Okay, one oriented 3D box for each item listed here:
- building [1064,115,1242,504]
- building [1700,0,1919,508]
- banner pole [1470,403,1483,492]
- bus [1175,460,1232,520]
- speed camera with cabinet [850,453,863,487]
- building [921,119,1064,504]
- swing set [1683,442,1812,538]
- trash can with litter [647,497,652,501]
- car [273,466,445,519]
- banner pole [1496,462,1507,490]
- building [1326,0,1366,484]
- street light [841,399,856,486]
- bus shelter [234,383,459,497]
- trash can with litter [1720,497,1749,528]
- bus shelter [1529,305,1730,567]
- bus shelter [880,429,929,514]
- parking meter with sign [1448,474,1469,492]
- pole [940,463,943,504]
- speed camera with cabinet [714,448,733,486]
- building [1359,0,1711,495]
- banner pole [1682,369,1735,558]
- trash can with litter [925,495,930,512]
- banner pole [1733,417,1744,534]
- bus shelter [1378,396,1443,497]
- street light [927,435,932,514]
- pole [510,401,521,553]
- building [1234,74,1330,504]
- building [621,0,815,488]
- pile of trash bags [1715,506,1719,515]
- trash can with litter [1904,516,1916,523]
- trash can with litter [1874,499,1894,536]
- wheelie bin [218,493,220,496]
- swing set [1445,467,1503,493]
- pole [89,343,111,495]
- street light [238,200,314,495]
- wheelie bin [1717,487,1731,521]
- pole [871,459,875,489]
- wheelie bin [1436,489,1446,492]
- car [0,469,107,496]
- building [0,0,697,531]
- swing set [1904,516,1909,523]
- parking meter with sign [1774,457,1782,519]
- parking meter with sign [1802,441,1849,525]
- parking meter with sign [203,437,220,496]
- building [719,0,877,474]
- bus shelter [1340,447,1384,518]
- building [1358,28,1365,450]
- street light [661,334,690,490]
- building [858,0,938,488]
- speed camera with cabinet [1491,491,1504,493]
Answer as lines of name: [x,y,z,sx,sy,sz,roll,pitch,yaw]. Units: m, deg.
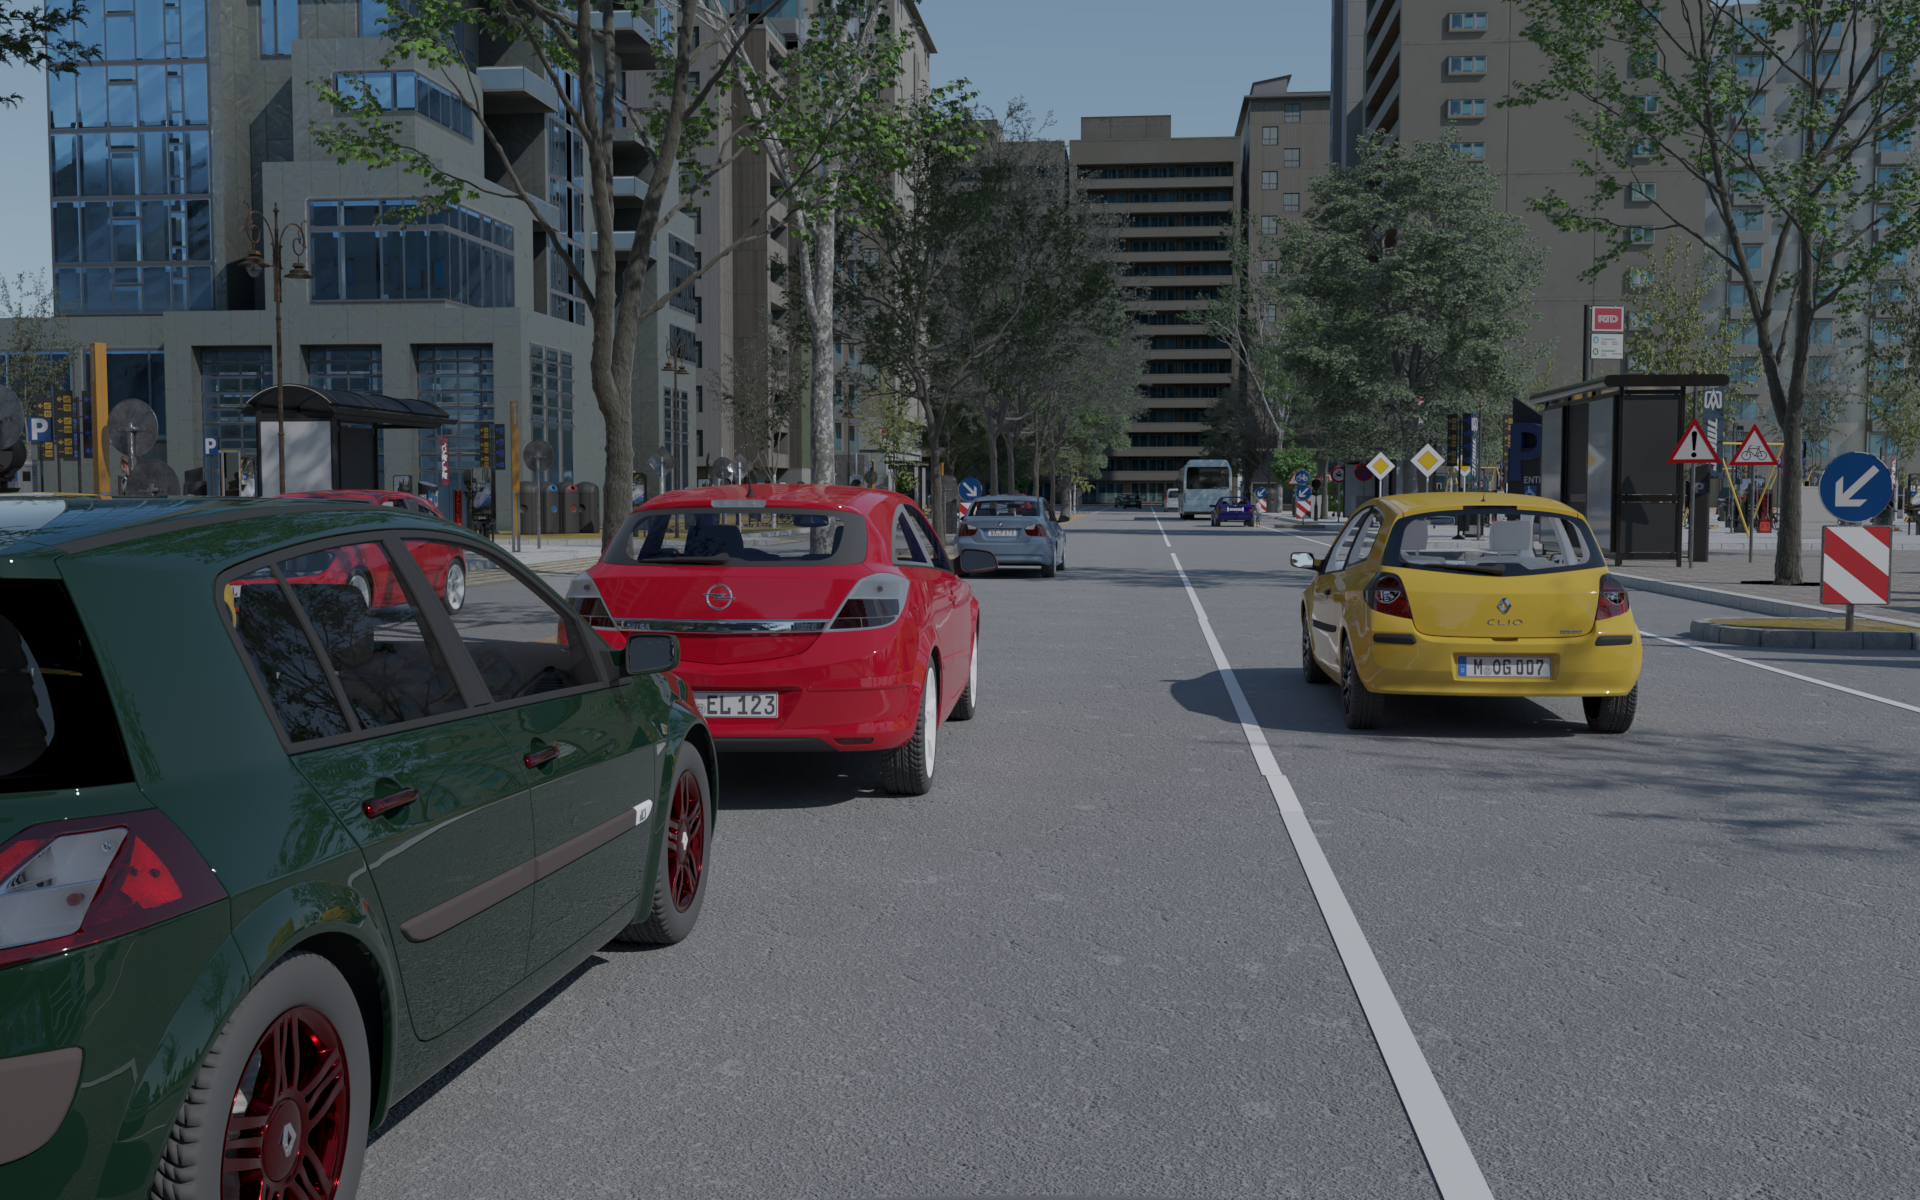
building: [25.104,-36.768,224.860,21.600,48.544,21.300,0,4,6]
building: [80.663,-33.695,170.529,30.456,49.044,23.786,0,4,6]
banner pole: [14.141,-3.513,47.453,0.401,3.779,0.863,3,5,39]
bus: [13.969,-6.407,99.607,2.948,3.499,13.247,0,4,6]
speed camera with cabinet: [-5.703,-5.463,83.656,2.038,3.252,0.660,0,4,-4]
building: [3.654,-36.924,227.408,21.600,48.544,21.300,0,4,6]
swing set: [23.979,-3.377,52.833,3.119,2.851,2.862,-1,4,-22]
trash can with litter: [-9.971,-2.838,57.793,1.055,1.170,0.624,1,4,17]
car: [-6.950,-0.616,19.105,2.155,1.783,4.494,0,4,4]
banner pole: [37.365,-7.911,119.364,0.863,3.779,0.401,1,4,23]
building: [47.269,-38.503,171.516,21.231,58.520,28.212,0,4,6]
street light: [-5.123,-6.553,79.937,0.468,5.910,1.993,0,4,6]
bus shelter: [-12.004,-2.479,34.453,2.014,3.302,5.546,0,4,6]
trash can with litter: [29.440,-3.327,65.791,1.055,1.170,0.624,-2,4,-26]
bus shelter: [12.804,-3.481,34.539,2.179,5.291,8.768,0,4,6]
bus shelter: [-3.548,-8.038,109.053,2.179,5.291,8.768,0,4,6]
parking meter with sign: [32.023,-7.094,112.251,0.543,3.016,1.738,-3,5,-44]
pole: [-1.180,-7.264,112.601,0.158,3.312,0.155,0,3,0]
speed camera with cabinet: [-10.818,-4.902,74.488,2.038,3.252,0.660,-2,4,-29]
building: [42.987,-31.122,132.544,21.300,48.544,21.600,0,4,6]
banner pole: [14.932,-2.735,34.740,0.863,3.779,0.401,0,4,-7]
trash can with litter: [-2.062,-6.846,122.997,1.678,1.210,2.233,1,4,11]
banner pole: [25.113,-4.037,56.020,0.401,3.779,0.863,0,4,-2]
bus shelter: [17.816,-5.562,68.579,2.179,5.291,8.768,0,4,6]
street light: [-1.828,-8.397,110.080,0.468,5.910,1.993,0,4,6]
pole: [-9.759,-2.700,37.993,0.158,3.312,0.155,0,3,0]
building: [49.879,-38.918,225.551,27.495,52.752,28.713,0,4,6]
building: [-17.026,-20.420,105.562,14.160,30.474,14.107,0,4,6]
pile of trash bags: [48.677,-6.039,108.496,1.912,1.369,3.447,3,5,40]
trash can with litter: [42.796,-4.060,77.760,0.624,1.170,1.055,0,4,-6]
trash can with litter: [26.621,-2.361,49.992,0.624,1.170,1.055,2,4,32]
wheelie bin: [-49.612,-6.658,116.769,0.980,1.594,0.693,2,4,25]
swing set: [29.678,-6.284,100.369,3.119,2.851,2.862,-1,4,-14]
pole: [-11.631,-1.811,23.460,0.158,3.312,0.155,0,3,0]
street light: [-10.832,-3.352,27.593,0.468,5.910,1.993,0,4,6]
wheelie bin: [35.978,-4.485,81.241,0.693,1.594,0.980,-2,4,-28]
pole: [-5.073,-6.547,100.892,0.158,3.312,0.155,0,3,0]
wheelie bin: [29.468,-6.021,106.354,0.980,1.594,0.693,2,4,29]
car: [-6.718,-0.112,12.057,2.015,1.641,3.980,0,4,5]
building: [-24.575,-46.564,73.986,22.319,86.520,31.000,0,4,6]
swing set: [42.631,-4.684,74.208,2.862,2.851,3.119,0,4,8]
parking meter with sign: [39.018,-5.187,81.061,1.738,3.016,0.543,-1,4,-11]
parking meter with sign: [28.671,-3.733,57.296,1.738,3.016,0.543,0,4,5]
parking meter with sign: [-22.653,-3.522,53.841,0.543,3.016,1.738,1,4,17]
building: [-19.869,-31.937,141.777,23.786,49.044,30.456,0,4,6]
bus shelter: [17.930,-5.027,76.119,2.014,3.302,5.546,0,4,6]
building: [41.799,-28.576,150.805,14.154,41.232,14.086,0,4,6]
street light: [-8.241,-4.740,50.283,0.468,5.910,1.993,0,4,6]
building: [-17.601,-36.079,179.123,27.495,52.752,28.713,0,4,6]
speed camera with cabinet: [34.761,-7.068,109.899,2.038,3.252,0.660,0,4,5]
